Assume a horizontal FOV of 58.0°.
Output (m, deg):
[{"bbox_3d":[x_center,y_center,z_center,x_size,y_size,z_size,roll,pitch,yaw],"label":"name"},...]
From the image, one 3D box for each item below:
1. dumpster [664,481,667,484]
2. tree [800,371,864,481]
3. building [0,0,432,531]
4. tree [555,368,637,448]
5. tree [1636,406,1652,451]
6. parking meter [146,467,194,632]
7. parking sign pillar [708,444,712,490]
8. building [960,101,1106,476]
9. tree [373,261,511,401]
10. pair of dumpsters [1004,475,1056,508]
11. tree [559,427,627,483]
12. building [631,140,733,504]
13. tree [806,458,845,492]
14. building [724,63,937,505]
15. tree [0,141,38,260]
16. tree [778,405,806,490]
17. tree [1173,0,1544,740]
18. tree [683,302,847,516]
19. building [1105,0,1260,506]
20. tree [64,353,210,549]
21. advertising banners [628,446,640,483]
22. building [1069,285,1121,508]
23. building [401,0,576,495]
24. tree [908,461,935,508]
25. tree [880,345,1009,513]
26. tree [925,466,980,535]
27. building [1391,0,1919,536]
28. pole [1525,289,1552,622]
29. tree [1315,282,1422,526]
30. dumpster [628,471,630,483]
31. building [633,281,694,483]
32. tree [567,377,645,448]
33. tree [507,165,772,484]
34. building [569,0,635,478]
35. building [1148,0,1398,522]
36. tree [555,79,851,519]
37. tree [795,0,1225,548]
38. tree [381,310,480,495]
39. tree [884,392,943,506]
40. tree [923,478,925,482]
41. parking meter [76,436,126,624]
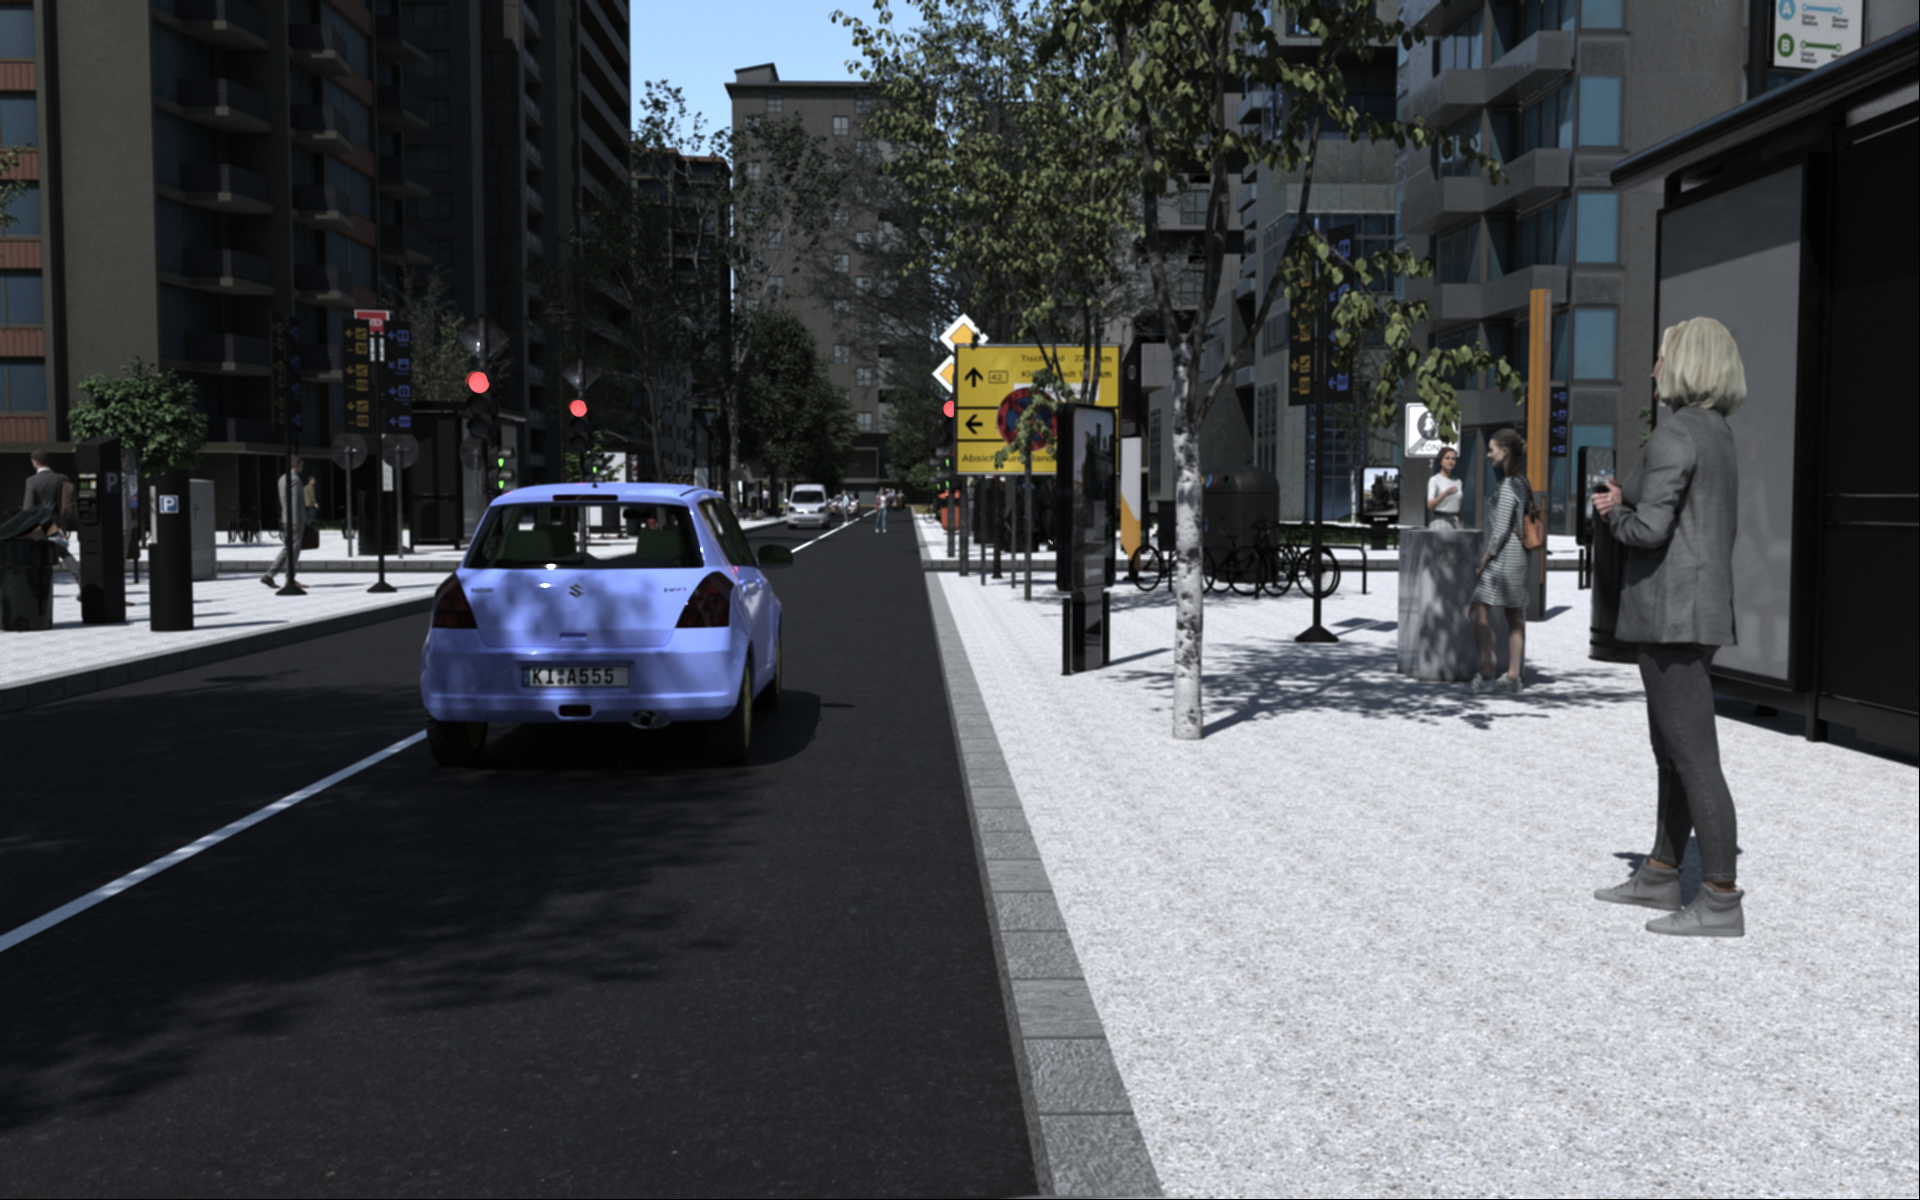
[{"bbox_3d":[-11.173,-3.823,68.266,1.264,1.857,1.865,0,4,-2],"label":"dumpster"},{"bbox_3d":[-12.629,-14.747,159.233,7.486,12.596,7.792,0,3,0],"label":"tree"},{"bbox_3d":[-34.805,-25.424,70.308,22.147,44.769,28.867,0,4,-2],"label":"building"},{"bbox_3d":[-19.055,-8.565,90.405,4.737,8.622,4.395,0,3,0],"label":"tree"},{"bbox_3d":[17.571,-3.450,40.116,4.285,4.588,4.351,0,3,0],"label":"tree"},{"bbox_3d":[-7.416,-0.480,16.257,0.372,1.533,0.369,0,3,0],"label":"parking meter"},{"bbox_3d":[-13.703,-6.405,93.192,1.447,3.967,1.447,0,4,5],"label":"parking sign pillar"},{"bbox_3d":[10.583,-36.321,217.553,21.600,48.544,21.300,0,4,-2],"label":"building"},{"bbox_3d":[-16.725,-6.413,55.211,4.360,8.622,3.978,0,3,0],"label":"tree"},{"bbox_3d":[2.104,-2.996,51.474,1.574,2.255,4.437,0,4,-2],"label":"pair of dumpsters"},{"bbox_3d":[-9.127,-2.970,43.165,1.663,3.219,1.824,0,3,0],"label":"tree"},{"bbox_3d":[-43.146,-34.408,217.190,28.867,44.769,22.147,0,4,-2],"label":"building"},{"bbox_3d":[-11.526,-10.040,147.875,4.285,4.588,4.351,0,3,0],"label":"tree"},{"bbox_3d":[-14.601,-38.641,221.019,27.495,52.752,28.713,0,4,-2],"label":"building"},{"bbox_3d":[-14.809,-4.424,22.694,4.737,8.622,4.395,0,3,0],"label":"tree"},{"bbox_3d":[-11.870,-10.500,122.043,4.360,8.622,3.978,0,3,0],"label":"tree"},{"bbox_3d":[1.212,-3.562,8.603,4.737,8.622,4.395,0,3,0],"label":"tree"},{"bbox_3d":[-11.187,-11.395,103.319,9.611,12.733,9.660,0,3,0],"label":"tree"},{"bbox_3d":[25.607,-32.985,128.549,28.713,52.752,27.495,0,4,-2],"label":"building"},{"bbox_3d":[-19.233,-3.486,40.704,4.285,4.588,4.351,0,3,0],"label":"tree"},{"bbox_3d":[-11.255,-4.095,63.145,2.074,3.025,0.090,-3,5,-44],"label":"advertising banners"},{"bbox_3d":[25.068,-19.156,158.240,27.650,21.520,28.899,0,4,-2],"label":"building"},{"bbox_3d":[-30.652,-25.467,99.973,14.154,41.232,14.086,0,4,-2],"label":"building"},{"bbox_3d":[-3.392,-11.124,165.583,4.285,4.588,4.351,0,3,0],"label":"tree"},{"bbox_3d":[-1.716,-11.832,119.211,9.928,11.665,9.643,0,3,0],"label":"tree"},{"bbox_3d":[-0.026,-3.704,55.154,1.663,3.219,1.824,0,3,0],"label":"tree"},{"bbox_3d":[30.933,-27.003,61.108,30.456,49.044,23.786,0,4,-2],"label":"building"},{"bbox_3d":[5.790,-1.438,17.356,0.158,3.312,0.155,0,3,0],"label":"pole"},{"bbox_3d":[13.328,-6.599,58.258,4.360,8.622,3.978,0,3,0],"label":"tree"},{"bbox_3d":[-12.964,-3.827,65.065,1.502,2.255,1.985,0,4,-2],"label":"dumpster"},{"bbox_3d":[-40.590,-19.141,157.999,28.899,21.520,27.650,0,4,-2],"label":"building"},{"bbox_3d":[-20.004,-9.078,98.792,4.360,8.622,3.978,0,3,0],"label":"tree"},{"bbox_3d":[-8.861,-7.058,49.809,7.601,10.594,8.767,1,4,9],"label":"tree"},{"bbox_3d":[-34.966,-30.309,119.247,21.300,48.544,21.600,0,4,-2],"label":"building"},{"bbox_3d":[23.697,-47.758,93.512,22.319,86.520,31.000,0,4,-2],"label":"building"},{"bbox_3d":[-11.724,-13.746,80.634,12.611,20.169,13.585,0,3,0],"label":"tree"},{"bbox_3d":[1.174,-7.994,41.075,12.009,13.543,11.850,0,3,0],"label":"tree"},{"bbox_3d":[-20.654,-7.231,68.581,4.737,8.622,4.395,0,3,0],"label":"tree"},{"bbox_3d":[-3.588,-16.291,183.363,9.611,12.733,9.660,0,3,0],"label":"tree"},{"bbox_3d":[-1.179,-6.114,94.567,1.663,3.219,1.824,0,3,0],"label":"tree"},{"bbox_3d":[-8.522,-0.701,17.179,0.255,1.863,0.399,1,4,10],"label":"parking meter"}]
